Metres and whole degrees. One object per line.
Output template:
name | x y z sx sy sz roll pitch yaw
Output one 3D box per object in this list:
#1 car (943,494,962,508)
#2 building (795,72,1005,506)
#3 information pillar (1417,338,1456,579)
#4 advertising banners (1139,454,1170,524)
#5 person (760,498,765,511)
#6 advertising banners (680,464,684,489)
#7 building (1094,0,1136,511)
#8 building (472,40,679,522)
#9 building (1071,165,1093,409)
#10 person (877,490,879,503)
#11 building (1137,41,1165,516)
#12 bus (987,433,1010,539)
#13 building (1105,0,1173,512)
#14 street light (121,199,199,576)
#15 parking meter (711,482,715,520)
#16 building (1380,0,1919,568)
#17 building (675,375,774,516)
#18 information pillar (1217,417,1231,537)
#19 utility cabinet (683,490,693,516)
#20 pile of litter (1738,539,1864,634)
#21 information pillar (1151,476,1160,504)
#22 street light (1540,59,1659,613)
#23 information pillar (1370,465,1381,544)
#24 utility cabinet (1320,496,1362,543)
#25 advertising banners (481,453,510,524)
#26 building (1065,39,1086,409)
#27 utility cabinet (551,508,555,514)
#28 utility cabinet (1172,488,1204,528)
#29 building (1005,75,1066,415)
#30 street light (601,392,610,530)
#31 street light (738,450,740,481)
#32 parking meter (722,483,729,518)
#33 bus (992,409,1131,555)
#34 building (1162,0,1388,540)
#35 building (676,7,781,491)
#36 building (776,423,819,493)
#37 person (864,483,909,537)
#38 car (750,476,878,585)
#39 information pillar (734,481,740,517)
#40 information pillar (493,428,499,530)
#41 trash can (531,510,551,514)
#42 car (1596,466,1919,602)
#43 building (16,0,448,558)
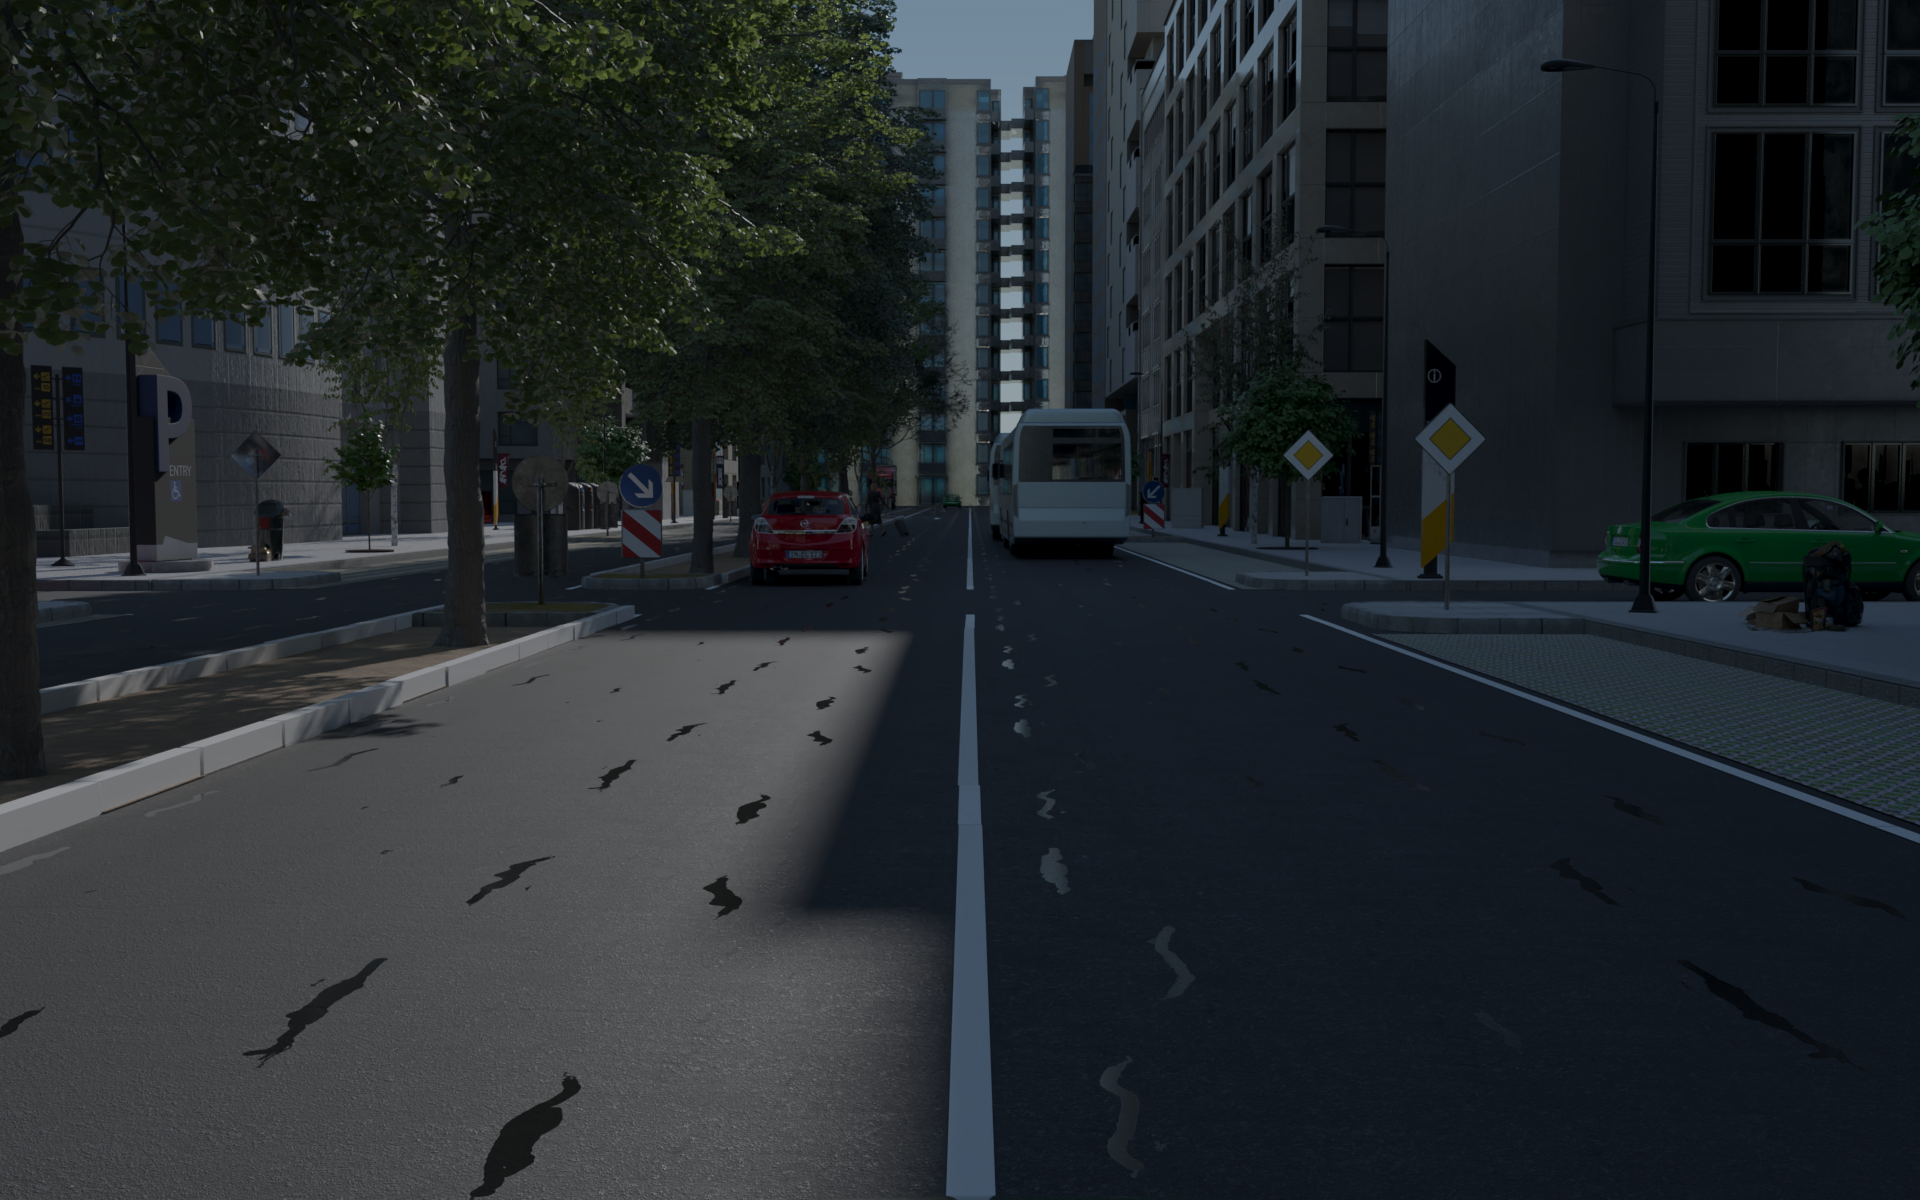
car | -0.739 -10.082 173.638 1.959 1.807 4.718 0 4 2
building | -9.487 -35.466 199.483 30.456 49.044 23.786 0 4 0
information pillar | 7.216 -2.130 26.173 0.504 3.616 0.183 0 4 -4
advertising banners | 8.381 -4.788 74.474 2.074 3.025 0.090 -3 5 -44
person | -8.657 -3.854 76.182 0.373 1.253 0.362 0 4 -8
advertising banners | -15.833 -6.370 100.336 0.090 3.025 2.074 -2 4 -28
building | 18.124 -29.963 140.001 14.600 45.320 14.200 0 4 0
building | -21.815 -19.053 83.217 14.160 30.474 14.107 0 4 0
building | 16.795 -23.418 154.590 14.160 30.474 14.107 0 4 0
person | -6.601 -7.796 136.700 1.217 1.736 0.721 2 4 34
building | 16.440 -16.738 91.682 12.078 24.808 19.932 0 4 0
bus | 2.325 -3.893 58.510 2.948 3.499 13.247 0 4 1
building | 24.482 -32.397 118.929 28.713 52.752 27.495 0 4 0
street light | -12.452 -3.334 27.053 1.470 5.913 1.316 0 4 0
parking meter | -12.447 -4.935 86.405 0.399 1.863 0.255 3 5 43
building | 25.137 -13.176 34.491 30.058 24.678 14.314 0 4 0
building | -28.130 -16.659 117.419 27.650 21.520 28.899 0 4 0
information pillar | 7.987 -3.726 52.280 0.183 3.616 0.504 -1 4 -23
utility cabinet | -15.286 -5.481 98.296 0.318 1.500 1.173 -3 5 -40
pile of litter | 8.075 -0.167 16.696 1.719 0.858 1.176 -3 4 -36
information pillar | 8.060 -4.104 71.588 0.304 2.012 0.304 -1 4 -9
street light | 6.895 -2.821 18.660 1.470 5.913 1.316 0 4 0
information pillar | 10.672 -2.429 44.205 0.304 2.012 0.304 3 5 40
utility cabinet | 9.957 -2.085 45.245 1.020 1.237 0.306 2 4 28
advertising banners | -20.297 -4.768 74.143 2.074 3.025 0.090 0 4 -1
building | 17.522 -31.716 168.668 14.600 45.320 14.200 0 4 0
utility cabinet | -16.883 -3.811 73.473 0.306 1.237 1.020 3 5 41
utility cabinet | 8.530 -3.433 64.812 1.173 1.500 0.318 2 4 27
building | 20.961 -35.386 198.164 30.456 49.044 23.786 0 4 0
street light | -12.330 -5.513 62.681 1.470 5.913 1.316 0 4 0
street light | -12.100 -7.741 99.105 1.470 5.913 1.316 0 4 0
parking meter | -12.397 -5.248 91.521 0.255 1.863 0.399 1 4 8
bus | 2.397 -3.003 43.963 2.948 3.499 13.247 0 4 0
building | 19.090 -15.906 64.581 19.350 26.468 34.151 0 4 0
building | -22.103 -29.851 138.167 14.600 45.320 14.200 0 4 0
building | -30.051 -52.062 163.883 31.000 86.520 22.319 0 4 0
person | -2.531 -3.040 58.419 1.509 1.804 0.699 2 4 25
car | -2.454 -1.208 28.790 2.155 1.783 4.494 0 4 -2
information pillar | -12.571 -5.718 97.977 0.304 2.012 0.304 -2 4 -25
information pillar | -16.590 -4.312 61.852 0.183 3.616 0.504 0 4 -7
trash can | -13.266 -2.642 54.855 0.748 1.137 0.748 0 3 0
car | 10.784 -0.834 22.436 4.718 1.807 1.959 0 4 1
building | -27.713 -30.738 44.563 21.231 58.520 28.212 0 4 0
